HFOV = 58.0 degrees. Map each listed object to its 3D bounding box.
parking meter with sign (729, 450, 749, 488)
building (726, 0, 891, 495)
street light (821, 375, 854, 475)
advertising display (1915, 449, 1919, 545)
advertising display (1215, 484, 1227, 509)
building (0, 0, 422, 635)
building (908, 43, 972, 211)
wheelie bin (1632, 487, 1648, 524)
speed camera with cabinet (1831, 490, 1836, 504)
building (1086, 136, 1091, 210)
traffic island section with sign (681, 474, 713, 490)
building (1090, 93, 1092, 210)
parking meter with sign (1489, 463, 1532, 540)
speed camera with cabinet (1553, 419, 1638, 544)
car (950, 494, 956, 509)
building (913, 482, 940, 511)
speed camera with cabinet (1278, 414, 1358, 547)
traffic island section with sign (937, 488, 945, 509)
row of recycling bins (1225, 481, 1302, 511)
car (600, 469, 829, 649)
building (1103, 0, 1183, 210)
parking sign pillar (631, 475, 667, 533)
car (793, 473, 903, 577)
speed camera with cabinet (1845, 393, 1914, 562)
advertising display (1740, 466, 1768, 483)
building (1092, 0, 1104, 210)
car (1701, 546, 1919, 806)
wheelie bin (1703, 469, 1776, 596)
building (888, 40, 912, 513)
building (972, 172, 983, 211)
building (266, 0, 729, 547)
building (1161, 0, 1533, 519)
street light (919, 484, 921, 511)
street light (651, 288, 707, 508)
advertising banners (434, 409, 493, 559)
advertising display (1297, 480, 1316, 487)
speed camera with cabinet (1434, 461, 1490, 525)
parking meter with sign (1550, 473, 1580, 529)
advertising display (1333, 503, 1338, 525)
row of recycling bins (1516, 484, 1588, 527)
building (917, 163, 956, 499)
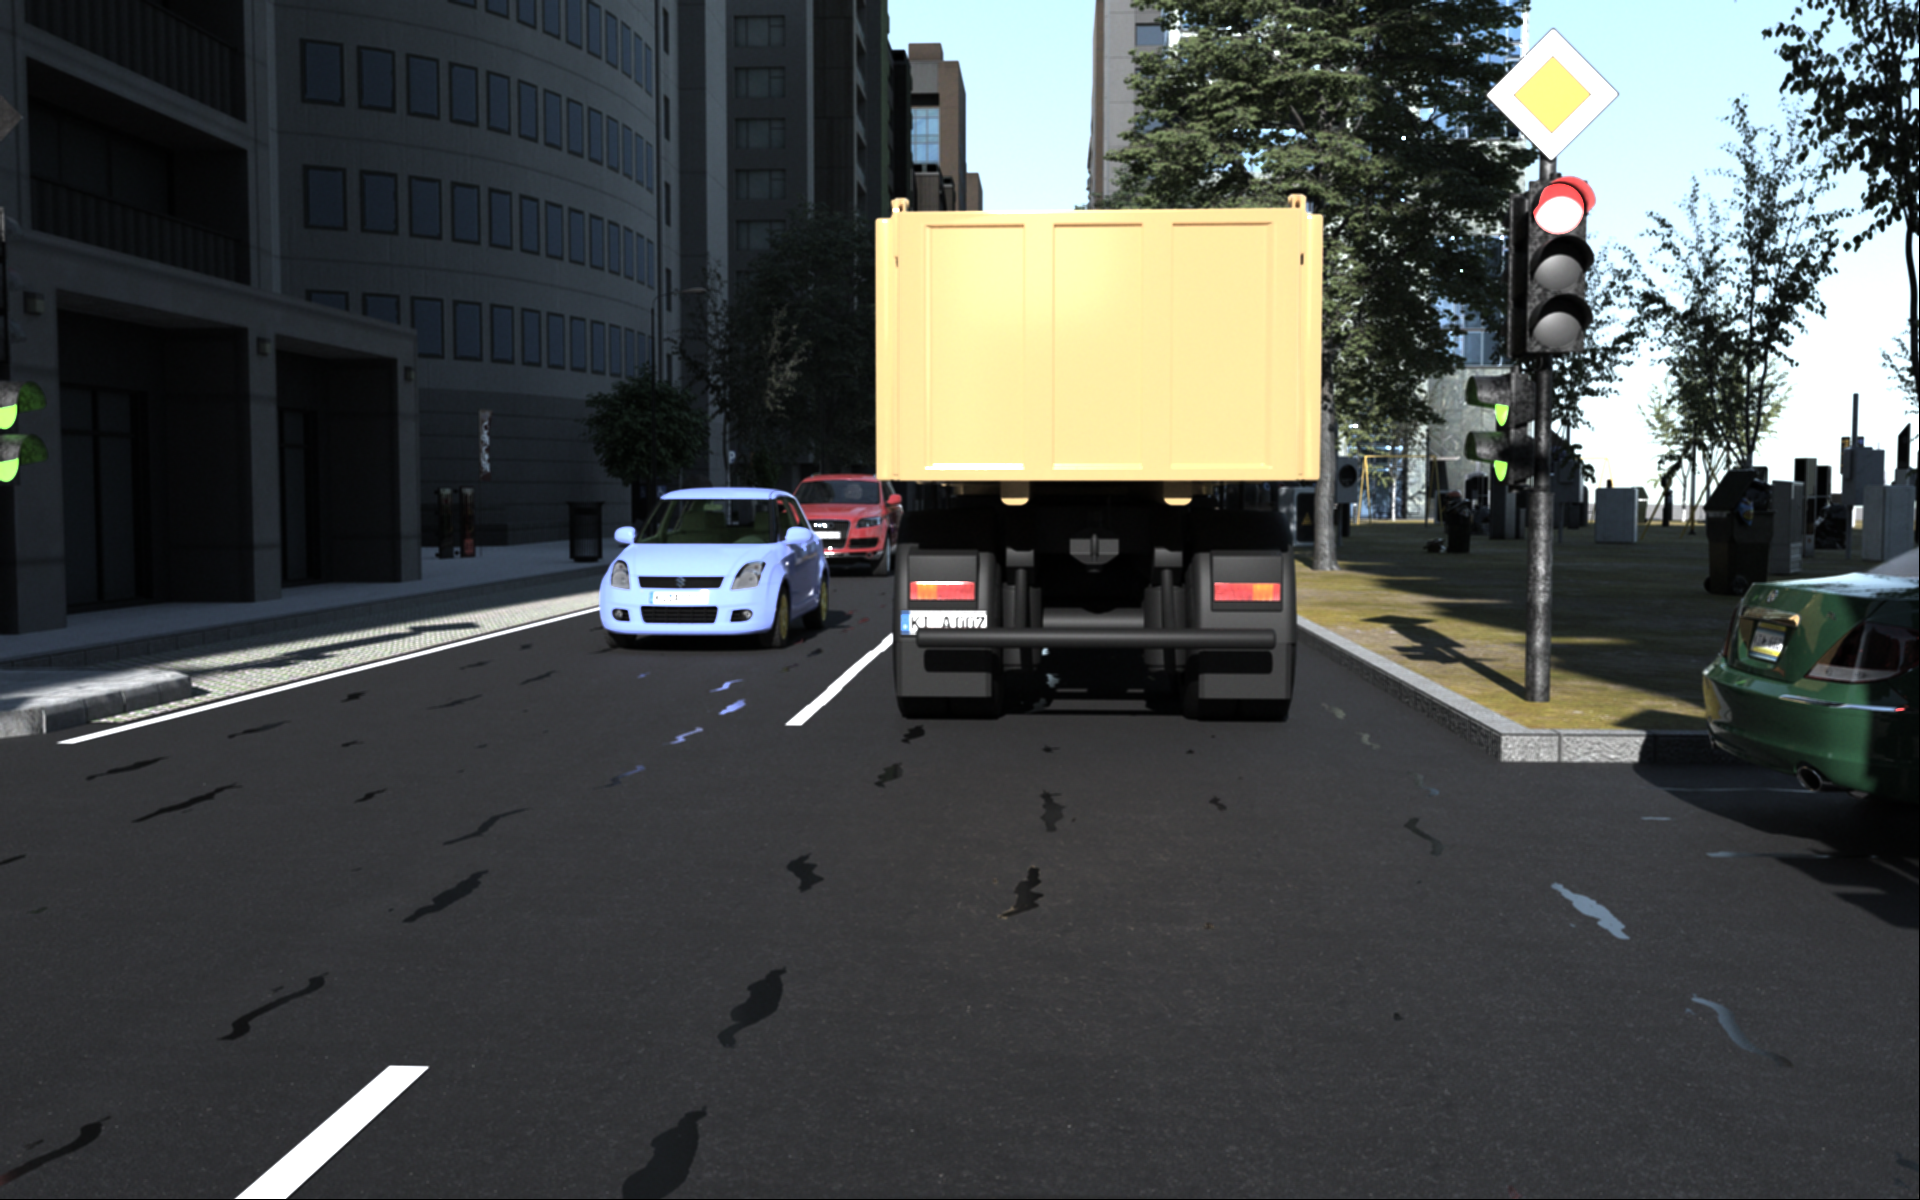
[{"bbox_3d":[-8.396,-4.419,68.517,1.738,3.016,0.543,2,4,31],"label":"parking meter with sign"},{"bbox_3d":[-11.421,-25.075,93.566,14.154,41.232,14.086,0,4,3],"label":"building"},{"bbox_3d":[-4.828,-5.805,67.450,1.470,5.913,1.316,0,4,3],"label":"street light"},{"bbox_3d":[13.328,-1.105,23.273,0.123,1.923,0.974,-2,4,-26],"label":"advertising display"},{"bbox_3d":[10.871,-4.062,71.623,0.974,1.923,0.123,-2,4,-29],"label":"advertising display"},{"bbox_3d":[-18.478,-35.566,19.757,20.563,71.187,20.611,0,4,3],"label":"building"},{"bbox_3d":[-6.631,-32.215,176.821,14.600,45.320,14.200,0,4,3],"label":"building"},{"bbox_3d":[29.450,-4.127,75.385,0.980,1.594,0.693,-1,4,-22],"label":"wheelie bin"},{"bbox_3d":[34.109,-4.375,65.863,2.038,3.252,0.660,2,4,33],"label":"speed camera with cabinet"},{"bbox_3d":[26.270,-33.893,208.777,22.147,44.769,28.867,0,4,3],"label":"building"},{"bbox_3d":[-5.196,-1.550,33.963,1.989,1.847,2.006,0,4,3],"label":"traffic island section with sign"},{"bbox_3d":[24.625,-34.210,183.030,21.300,48.544,21.600,0,4,3],"label":"building"},{"bbox_3d":[15.480,-3.235,49.160,0.543,3.016,1.738,3,5,44],"label":"parking meter with sign"},{"bbox_3d":[16.686,-3.126,45.441,2.038,3.252,0.660,2,4,30],"label":"speed camera with cabinet"},{"bbox_3d":[-0.136,-6.936,123.627,2.015,1.641,3.980,0,4,3],"label":"car"},{"bbox_3d":[-16.057,-17.429,130.003,27.650,21.520,28.899,0,4,3],"label":"building"},{"bbox_3d":[8.736,-2.927,42.190,2.038,3.252,0.660,-2,4,-28],"label":"speed camera with cabinet"},{"bbox_3d":[-1.124,-6.153,109.232,1.989,1.847,2.006,0,4,3],"label":"traffic island section with sign"},{"bbox_3d":[7.968,-2.351,45.558,1.069,1.692,3.534,2,4,35],"label":"row of recycling bins"},{"bbox_3d":[-2.365,-0.467,17.219,1.945,1.707,3.694,0,4,4],"label":"car"},{"bbox_3d":[21.418,-36.058,131.555,21.231,58.520,28.212,0,4,3],"label":"building"},{"bbox_3d":[-8.738,-3.681,48.658,1.447,3.967,1.447,-3,5,-40],"label":"parking sign pillar"},{"bbox_3d":[-2.137,-1.410,31.727,2.281,1.827,5.304,0,4,3],"label":"car"},{"bbox_3d":[17.656,-2.384,33.306,0.660,3.252,2.038,0,4,6],"label":"speed camera with cabinet"},{"bbox_3d":[18.251,-2.118,39.849,0.974,1.923,0.123,-3,4,-36],"label":"advertising display"},{"bbox_3d":[18.737,-30.799,153.679,14.600,45.320,14.200,0,4,3],"label":"building"},{"bbox_3d":[5.727,0.284,7.149,4.920,1.459,2.131,0,4,4],"label":"car"},{"bbox_3d":[9.960,-0.870,22.139,0.693,1.594,0.980,0,4,-7],"label":"wheelie bin"},{"bbox_3d":[-10.503,-20.565,107.936,14.160,30.474,14.107,0,4,3],"label":"building"},{"bbox_3d":[-4.075,-35.794,235.339,14.600,45.320,14.200,0,4,3],"label":"building"},{"bbox_3d":[-20.239,-31.232,52.637,21.231,58.520,28.212,0,4,3],"label":"building"},{"bbox_3d":[20.717,-48.225,101.144,22.319,86.520,31.000,0,4,3],"label":"building"},{"bbox_3d":[-2.138,-8.756,115.697,1.470,5.913,1.316,0,4,3],"label":"street light"},{"bbox_3d":[-6.407,-4.081,39.258,1.470,5.913,1.316,0,4,3],"label":"street light"},{"bbox_3d":[-9.998,-2.376,35.036,0.090,3.025,2.074,1,4,17],"label":"advertising banners"},{"bbox_3d":[11.016,-3.002,54.294,0.974,1.923,0.123,0,4,-4],"label":"advertising display"},{"bbox_3d":[20.917,-4.772,72.355,2.038,3.252,0.660,2,4,31],"label":"speed camera with cabinet"},{"bbox_3d":[21.832,-4.119,63.614,1.738,3.016,0.543,0,4,7],"label":"parking meter with sign"},{"bbox_3d":[15.405,-4.033,71.152,0.123,1.923,0.974,-1,4,-21],"label":"advertising display"},{"bbox_3d":[23.327,-3.751,68.440,3.534,1.692,1.069,-1,4,-21],"label":"row of recycling bins"},{"bbox_3d":[-7.773,-23.217,151.293,14.160,30.474,14.107,0,4,3],"label":"building"}]
